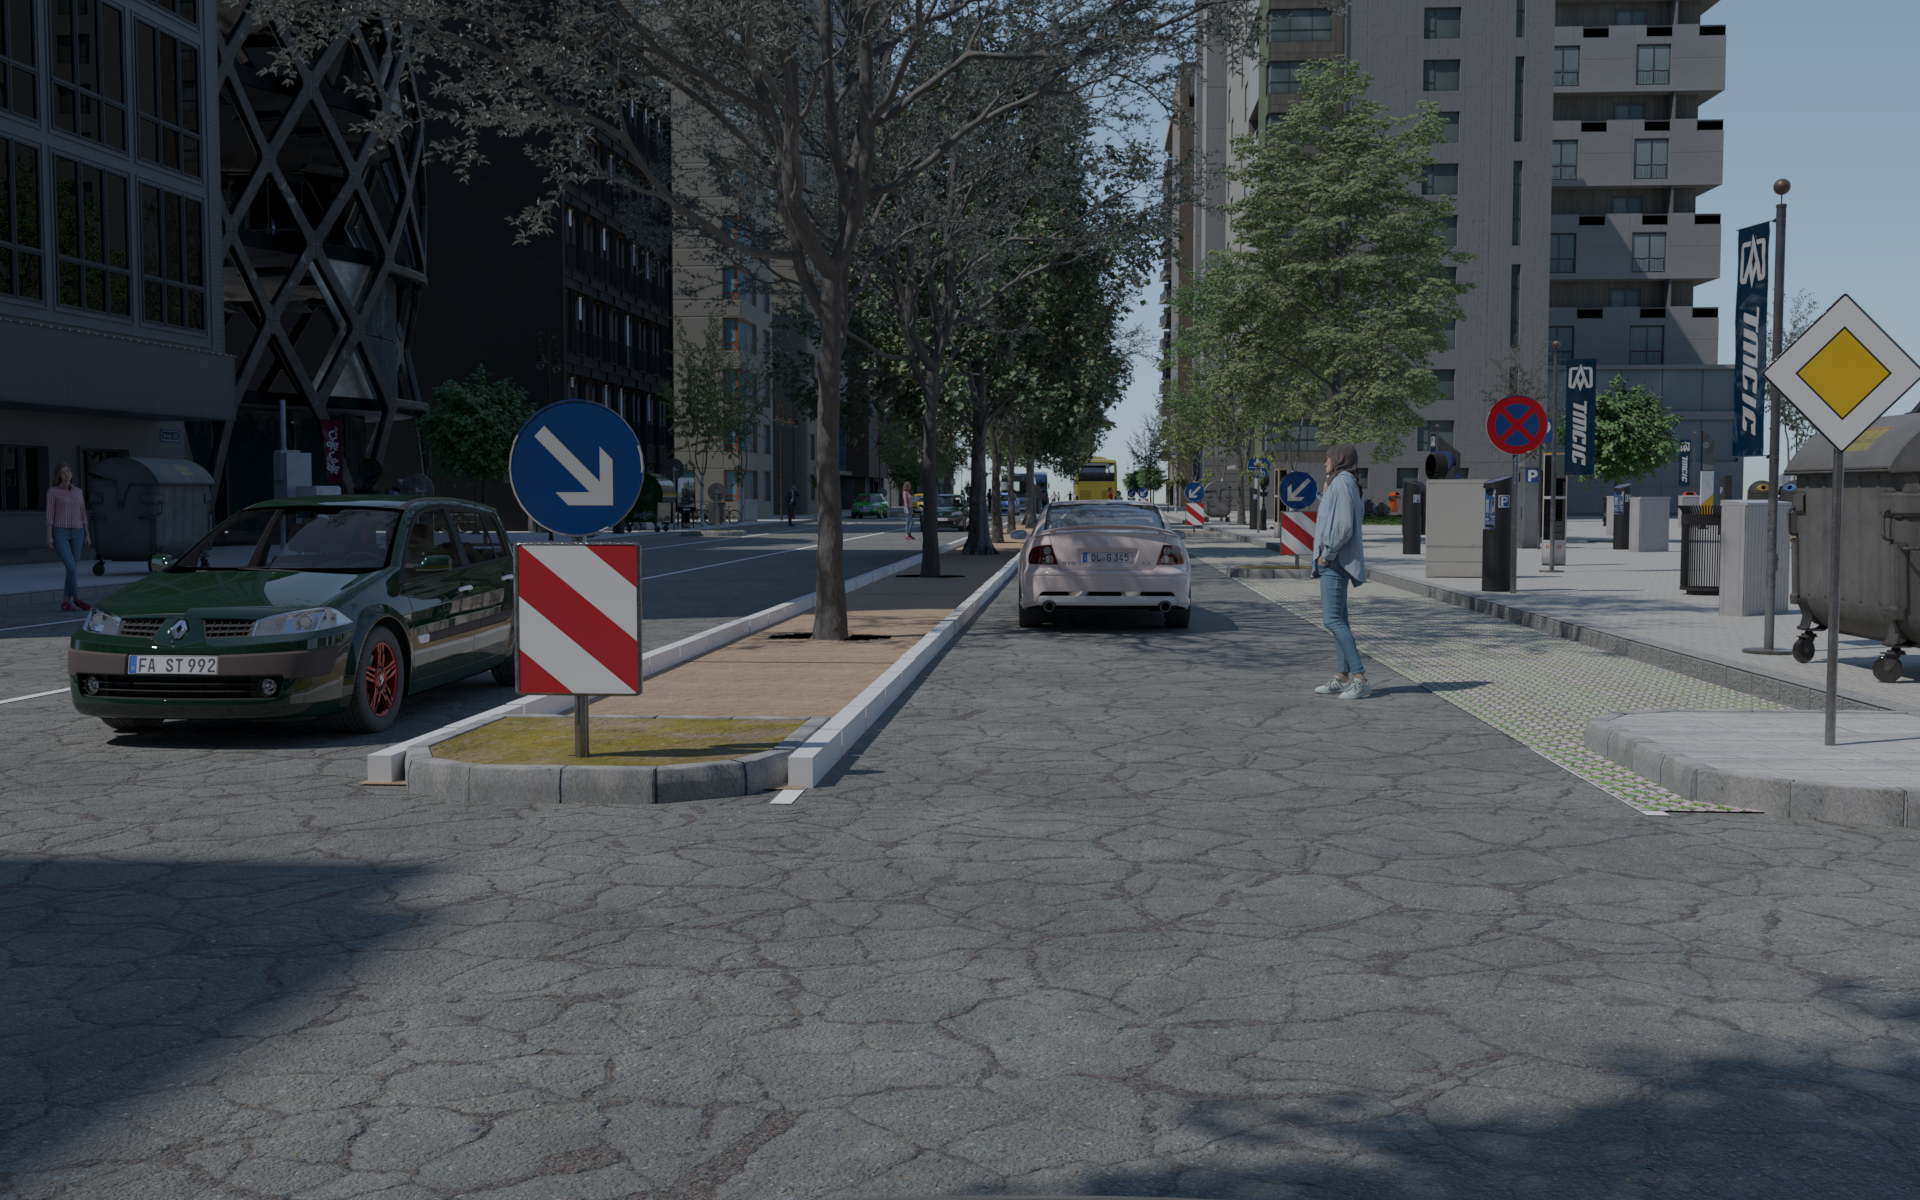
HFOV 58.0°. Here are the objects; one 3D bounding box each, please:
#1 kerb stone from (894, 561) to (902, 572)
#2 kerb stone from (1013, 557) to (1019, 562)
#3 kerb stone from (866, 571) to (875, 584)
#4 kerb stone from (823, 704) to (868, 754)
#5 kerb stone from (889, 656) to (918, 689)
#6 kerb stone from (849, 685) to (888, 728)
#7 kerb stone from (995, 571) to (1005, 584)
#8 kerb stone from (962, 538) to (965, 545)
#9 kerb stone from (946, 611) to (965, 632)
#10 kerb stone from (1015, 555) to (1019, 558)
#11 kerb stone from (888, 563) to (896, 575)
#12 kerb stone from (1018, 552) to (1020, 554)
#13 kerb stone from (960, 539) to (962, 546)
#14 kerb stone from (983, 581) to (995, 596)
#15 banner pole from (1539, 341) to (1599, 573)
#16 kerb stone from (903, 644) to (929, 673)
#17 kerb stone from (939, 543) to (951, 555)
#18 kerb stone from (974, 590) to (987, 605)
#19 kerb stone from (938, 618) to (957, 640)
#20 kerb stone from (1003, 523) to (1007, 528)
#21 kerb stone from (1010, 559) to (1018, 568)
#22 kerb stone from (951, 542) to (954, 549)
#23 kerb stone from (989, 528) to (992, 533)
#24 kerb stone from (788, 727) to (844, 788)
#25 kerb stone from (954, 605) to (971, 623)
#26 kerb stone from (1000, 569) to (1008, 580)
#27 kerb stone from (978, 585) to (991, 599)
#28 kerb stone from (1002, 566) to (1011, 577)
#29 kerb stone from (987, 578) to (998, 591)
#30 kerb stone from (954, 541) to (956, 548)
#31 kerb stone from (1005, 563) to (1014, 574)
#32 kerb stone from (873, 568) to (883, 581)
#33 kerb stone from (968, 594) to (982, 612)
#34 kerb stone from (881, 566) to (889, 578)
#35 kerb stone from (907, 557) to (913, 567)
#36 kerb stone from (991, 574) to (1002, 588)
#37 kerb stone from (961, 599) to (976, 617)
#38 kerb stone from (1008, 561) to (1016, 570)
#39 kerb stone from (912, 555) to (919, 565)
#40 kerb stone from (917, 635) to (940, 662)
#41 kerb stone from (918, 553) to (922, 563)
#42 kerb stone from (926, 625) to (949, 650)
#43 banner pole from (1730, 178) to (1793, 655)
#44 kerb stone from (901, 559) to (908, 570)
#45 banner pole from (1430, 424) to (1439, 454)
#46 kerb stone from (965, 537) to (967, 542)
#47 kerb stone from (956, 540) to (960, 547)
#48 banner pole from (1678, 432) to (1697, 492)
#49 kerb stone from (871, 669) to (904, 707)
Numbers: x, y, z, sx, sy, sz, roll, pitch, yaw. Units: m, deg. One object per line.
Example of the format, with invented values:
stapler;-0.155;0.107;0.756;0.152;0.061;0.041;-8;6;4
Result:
kerb stone;-1.207;-0.571;31.536;0.120;0.150;1.000;0;4;4
kerb stone;1.026;-0.689;33.454;0.120;0.150;1.000;0;4;4
kerb stone;-1.509;-0.321;27.441;0.120;0.150;1.000;0;4;4
kerb stone;-0.667;0.748;9.965;0.120;0.150;1.000;0;4;4
kerb stone;-0.443;0.562;13.027;0.120;0.150;1.000;0;4;4
kerb stone;-0.591;0.686;10.986;0.120;0.150;1.000;0;4;4
kerb stone;0.594;-0.313;27.311;0.120;0.150;1.000;0;4;4
kerb stone;-0.031;-1.573;47.917;0.120;0.150;1.000;0;4;4
kerb stone;-0.073;0.248;18.136;0.120;0.150;1.000;0;4;4
kerb stone;1.109;-0.751;34.476;0.120;0.150;1.000;0;4;4
kerb stone;-1.292;-0.505;30.518;0.120;0.150;1.000;0;4;4
kerb stone;1.257;-0.875;36.520;0.120;0.150;1.000;0;4;4
kerb stone;-0.100;-1.510;46.897;0.120;0.150;1.000;0;4;4
kerb stone;0.370;-0.126;24.254;0.120;0.150;1.000;0;4;4
banner pole;9.934;-2.339;28.255;0.863;3.779;0.401;2;4;25
kerb stone;-0.376;0.498;14.050;0.120;0.150;1.000;0;4;4
kerb stone;-0.393;-1.259;42.801;0.120;0.150;1.000;0;4;4
kerb stone;0.219;0.005;22.216;0.120;0.150;1.000;0;4;4
kerb stone;-0.154;0.311;17.116;0.120;0.150;1.000;0;4;4
kerb stone;2.120;-3.386;77.587;0.120;0.150;1.000;0;4;4
kerb stone;0.954;-0.626;32.430;0.120;0.150;1.000;0;4;4
kerb stone;-0.318;-1.318;43.821;0.120;0.150;1.000;0;4;4
kerb stone;1.309;-2.698;66.328;0.120;0.150;1.000;0;4;4
kerb stone;-0.741;0.811;8.937;0.120;0.150;1.000;0;4;4
kerb stone;-0.002;0.186;19.157;0.120;0.150;1.000;0;4;4
kerb stone;0.659;-0.375;28.331;0.120;0.150;1.000;0;4;4
kerb stone;0.291;-0.061;23.235;0.120;0.150;1.000;0;4;4
kerb stone;0.745;-0.438;29.356;0.120;0.150;1.000;0;4;4
kerb stone;0.435;-0.186;25.274;0.120;0.150;1.000;0;4;4
kerb stone;-0.253;-1.384;44.840;0.120;0.150;1.000;0;4;4
kerb stone;0.815;-0.501;30.385;0.120;0.150;1.000;0;4;4
kerb stone;-1.427;-0.384;28.477;0.120;0.150;1.000;0;4;4
kerb stone;0.150;0.061;21.195;0.120;0.150;1.000;0;4;4
kerb stone;-1.361;-0.447;29.497;0.120;0.150;1.000;0;4;4
kerb stone;-1.065;-0.695;33.577;0.120;0.150;1.000;0;4;4
kerb stone;0.515;-0.251;26.292;0.120;0.150;1.000;0;4;4
kerb stone;0.069;0.125;20.176;0.120;0.150;1.000;0;4;4
kerb stone;0.887;-0.564;31.410;0.120;0.150;1.000;0;4;4
kerb stone;-0.985;-0.756;34.602;0.120;0.150;1.000;0;4;4
kerb stone;-0.302;0.440;15.070;0.120;0.150;1.000;0;4;4
kerb stone;-0.918;-0.822;35.631;0.120;0.150;1.000;0;4;4
kerb stone;-0.229;0.373;16.089;0.120;0.150;1.000;0;4;4
banner pole;6.501;-1.472;14.082;0.401;3.779;0.863;0;4;-5
kerb stone;-1.128;-0.627;32.555;0.120;0.150;1.000;0;4;4
banner pole;17.145;-4.440;62.616;0.401;3.779;0.863;0;4;-6
kerb stone;0.046;-1.630;48.940;0.120;0.150;1.000;0;4;4
kerb stone;-0.174;-1.447;45.869;0.120;0.150;1.000;0;4;4
banner pole;29.311;-4.874;69.705;0.401;3.779;0.863;-3;5;-41
kerb stone;-0.517;0.624;12.005;0.120;0.150;1.000;0;4;4
